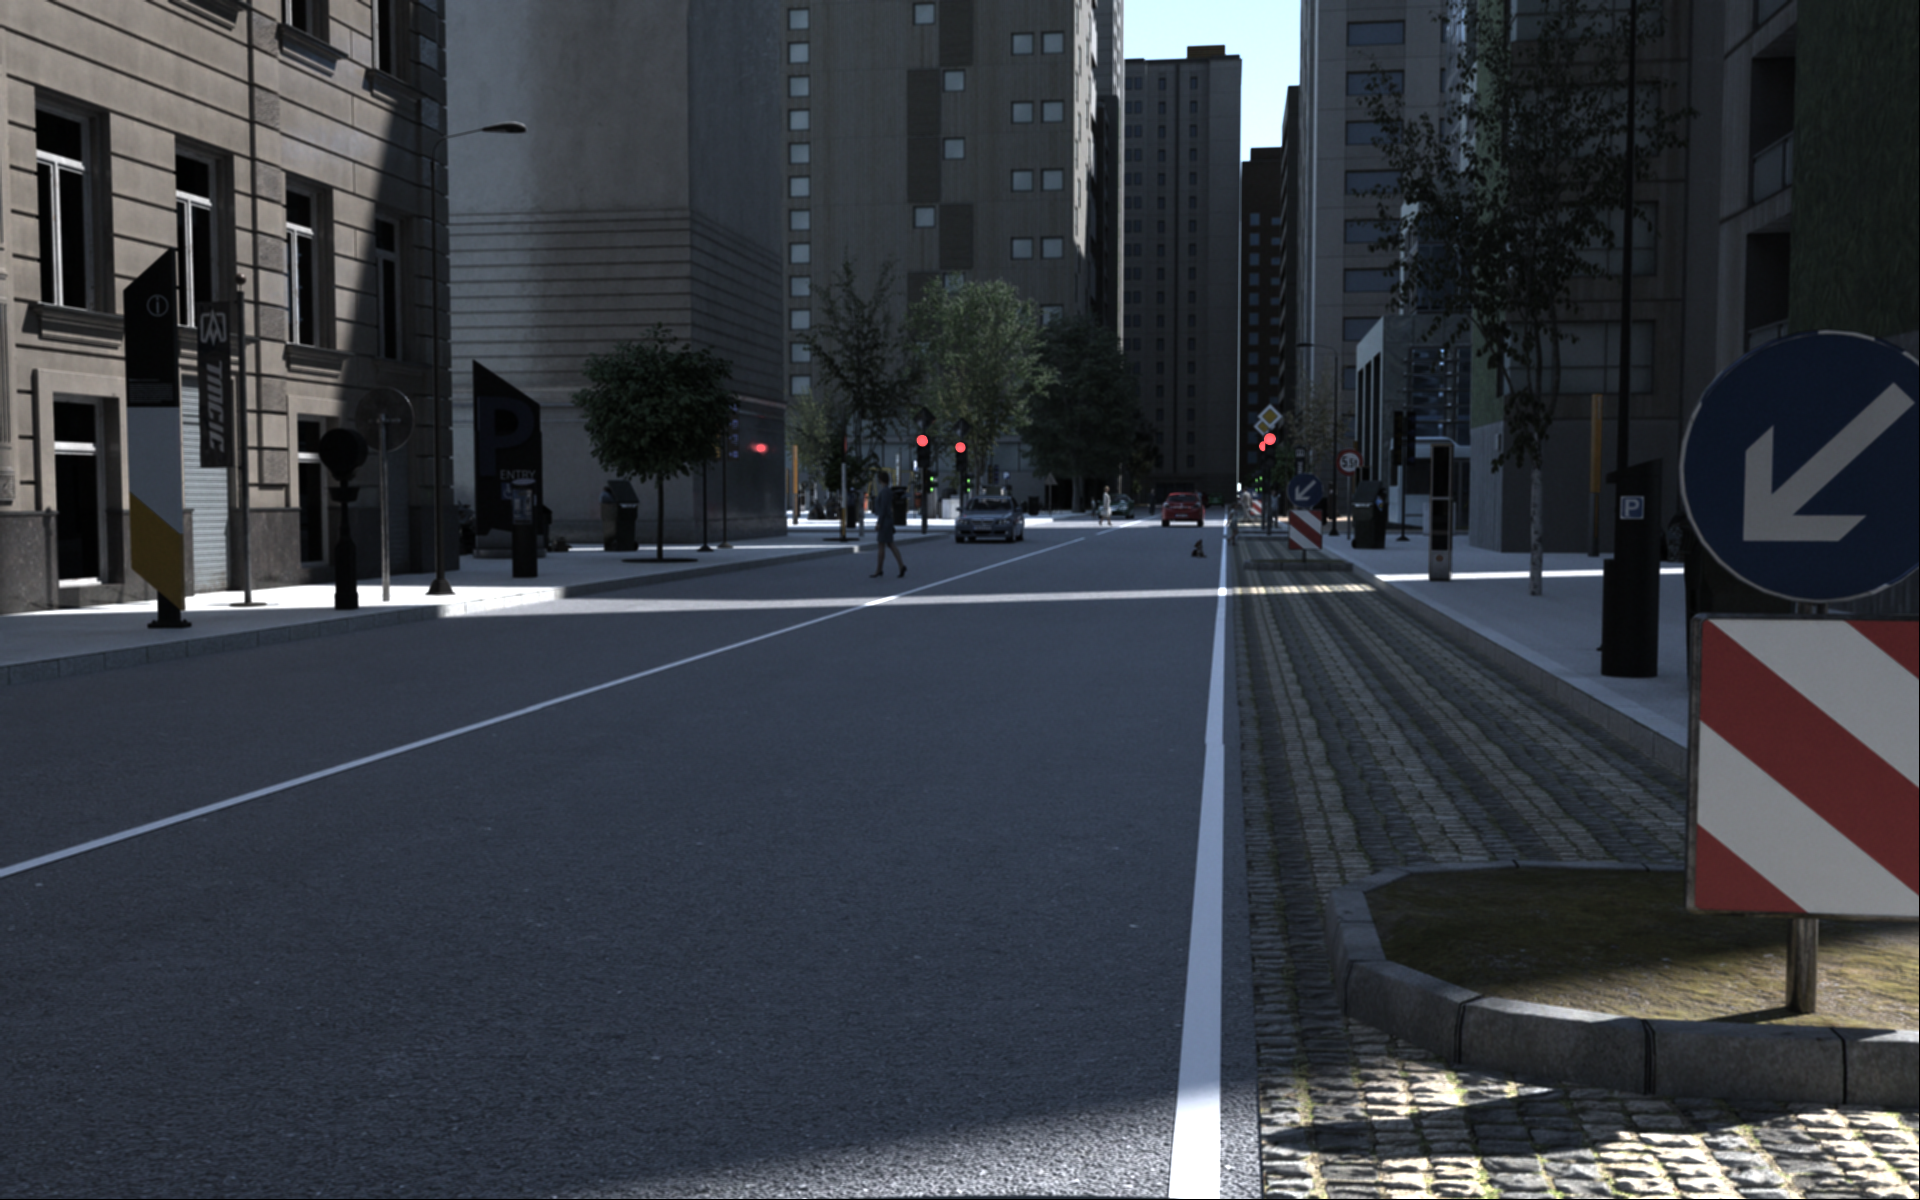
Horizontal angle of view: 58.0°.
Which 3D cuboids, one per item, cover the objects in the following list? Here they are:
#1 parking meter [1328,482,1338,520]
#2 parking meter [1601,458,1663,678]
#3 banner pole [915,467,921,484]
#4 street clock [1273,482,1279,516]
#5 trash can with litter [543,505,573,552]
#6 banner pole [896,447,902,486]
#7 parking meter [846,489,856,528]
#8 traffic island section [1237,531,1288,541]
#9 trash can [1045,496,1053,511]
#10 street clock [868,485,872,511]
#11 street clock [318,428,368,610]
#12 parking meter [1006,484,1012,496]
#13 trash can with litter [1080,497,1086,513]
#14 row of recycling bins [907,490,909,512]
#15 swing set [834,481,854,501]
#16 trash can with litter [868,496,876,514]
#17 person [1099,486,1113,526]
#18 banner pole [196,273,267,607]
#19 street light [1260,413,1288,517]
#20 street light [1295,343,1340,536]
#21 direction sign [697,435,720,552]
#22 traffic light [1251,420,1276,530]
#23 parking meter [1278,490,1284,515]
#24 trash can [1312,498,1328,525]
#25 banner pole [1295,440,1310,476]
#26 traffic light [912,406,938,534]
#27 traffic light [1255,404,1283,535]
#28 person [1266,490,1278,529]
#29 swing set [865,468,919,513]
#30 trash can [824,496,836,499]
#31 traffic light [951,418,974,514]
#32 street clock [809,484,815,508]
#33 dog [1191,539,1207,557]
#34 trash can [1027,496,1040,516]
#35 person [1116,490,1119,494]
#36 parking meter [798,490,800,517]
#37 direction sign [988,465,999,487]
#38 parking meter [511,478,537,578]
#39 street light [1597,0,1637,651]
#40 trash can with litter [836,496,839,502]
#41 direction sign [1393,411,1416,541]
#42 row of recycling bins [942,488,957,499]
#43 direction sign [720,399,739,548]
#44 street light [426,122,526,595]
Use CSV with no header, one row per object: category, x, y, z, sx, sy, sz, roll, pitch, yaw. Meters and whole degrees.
parking meter,18.564,-4.925,86.230,0.399,1.863,0.255,3,4,38
parking meter,4.738,-0.233,12.219,0.372,1.533,0.369,0,3,0
banner pole,-3.181,-8.646,131.379,0.863,3.779,0.401,2,4,33
street clock,18.662,-5.981,102.363,0.358,2.002,0.471,-1,4,-11
trash can with litter,-9.162,-1.648,38.335,0.624,1.170,1.055,3,5,41
banner pole,-3.293,-6.312,93.222,0.401,3.779,0.863,-2,4,-25
parking meter,-4.093,-3.460,64.986,0.372,1.533,0.369,0,3,0
traffic island section,9.638,-1.938,53.961,2.009,0.180,2.903,1,4,9
trash can,6.739,-7.320,131.332,0.748,1.137,0.748,0,3,0
street clock,-6.932,-7.901,133.749,0.358,2.002,0.471,0,4,-6
street clock,-6.828,-0.896,19.222,0.471,2.002,0.358,0,4,7
parking meter,2.914,-5.962,103.190,0.255,1.863,0.399,-2,4,-24
trash can with litter,8.144,-6.529,118.138,0.624,1.170,1.055,2,4,29
row of recycling bins,-4.109,-6.945,120.663,1.069,1.692,3.534,0,4,3
swing set,-8.369,-8.691,139.712,3.119,2.851,2.862,1,4,19
trash can with litter,-5.448,-6.241,113.429,0.624,1.170,1.055,3,5,45
person,6.584,-4.246,78.279,0.624,1.780,0.694,1,4,19
banner pole,-8.388,-1.824,19.838,0.863,3.779,0.401,1,4,19
street light,17.580,-7.568,96.284,1.470,5.913,1.316,1,4,9
street light,10.982,-4.936,53.240,1.470,5.913,1.316,1,4,9
direction sign,-5.688,-2.848,38.570,0.379,3.537,0.876,-1,4,-20
traffic light,10.817,-4.454,61.745,0.839,4.253,0.868,1,4,9
parking meter,20.059,-6.101,108.163,0.372,1.533,0.369,0,3,0
trash can,14.724,-3.625,70.914,0.748,1.137,0.748,0,3,0
banner pole,15.968,-5.537,80.548,0.863,3.779,0.401,1,4,20
traffic light,-1.137,-4.071,55.486,0.839,4.253,0.868,1,4,9
traffic light,9.600,-3.971,53.853,0.839,4.253,0.868,1,4,9
person,12.297,-3.528,67.990,0.589,1.601,0.330,-1,4,-22
swing set,-4.657,-7.283,116.692,3.119,2.851,2.862,-1,4,-22
trash can,-7.994,-5.816,106.747,0.748,1.137,0.748,0,3,0
traffic light,0.080,-4.554,63.379,0.839,4.253,0.868,1,4,9
street clock,-11.698,-8.205,138.720,0.358,2.002,0.471,0,4,2
dog,5.505,-1.180,39.479,0.550,0.427,0.748,3,4,36
trash can,4.402,-5.618,103.511,0.748,1.137,0.748,0,3,0
person,12.457,-7.802,136.402,0.599,1.781,0.374,0,4,8
parking meter,-9.025,-5.341,95.728,0.372,1.533,0.369,0,3,0
direction sign,2.594,-8.744,134.959,0.876,3.537,0.379,2,4,23
parking meter,-6.711,-1.117,26.678,0.372,1.533,0.369,0,3,0
street light,4.869,-2.543,14.113,1.470,5.913,1.316,1,4,9
trash can with litter,-8.536,-7.056,126.424,2.233,1.210,1.678,2,4,25
direction sign,12.164,-3.392,47.460,0.876,3.537,0.379,-3,4,-36
row of recycling bins,-0.754,-6.784,118.033,1.069,1.692,3.534,0,4,-3
direction sign,-5.602,-3.009,41.188,0.379,3.537,0.876,3,5,43
street light,-6.105,-3.017,21.868,1.470,5.913,1.316,1,4,9
